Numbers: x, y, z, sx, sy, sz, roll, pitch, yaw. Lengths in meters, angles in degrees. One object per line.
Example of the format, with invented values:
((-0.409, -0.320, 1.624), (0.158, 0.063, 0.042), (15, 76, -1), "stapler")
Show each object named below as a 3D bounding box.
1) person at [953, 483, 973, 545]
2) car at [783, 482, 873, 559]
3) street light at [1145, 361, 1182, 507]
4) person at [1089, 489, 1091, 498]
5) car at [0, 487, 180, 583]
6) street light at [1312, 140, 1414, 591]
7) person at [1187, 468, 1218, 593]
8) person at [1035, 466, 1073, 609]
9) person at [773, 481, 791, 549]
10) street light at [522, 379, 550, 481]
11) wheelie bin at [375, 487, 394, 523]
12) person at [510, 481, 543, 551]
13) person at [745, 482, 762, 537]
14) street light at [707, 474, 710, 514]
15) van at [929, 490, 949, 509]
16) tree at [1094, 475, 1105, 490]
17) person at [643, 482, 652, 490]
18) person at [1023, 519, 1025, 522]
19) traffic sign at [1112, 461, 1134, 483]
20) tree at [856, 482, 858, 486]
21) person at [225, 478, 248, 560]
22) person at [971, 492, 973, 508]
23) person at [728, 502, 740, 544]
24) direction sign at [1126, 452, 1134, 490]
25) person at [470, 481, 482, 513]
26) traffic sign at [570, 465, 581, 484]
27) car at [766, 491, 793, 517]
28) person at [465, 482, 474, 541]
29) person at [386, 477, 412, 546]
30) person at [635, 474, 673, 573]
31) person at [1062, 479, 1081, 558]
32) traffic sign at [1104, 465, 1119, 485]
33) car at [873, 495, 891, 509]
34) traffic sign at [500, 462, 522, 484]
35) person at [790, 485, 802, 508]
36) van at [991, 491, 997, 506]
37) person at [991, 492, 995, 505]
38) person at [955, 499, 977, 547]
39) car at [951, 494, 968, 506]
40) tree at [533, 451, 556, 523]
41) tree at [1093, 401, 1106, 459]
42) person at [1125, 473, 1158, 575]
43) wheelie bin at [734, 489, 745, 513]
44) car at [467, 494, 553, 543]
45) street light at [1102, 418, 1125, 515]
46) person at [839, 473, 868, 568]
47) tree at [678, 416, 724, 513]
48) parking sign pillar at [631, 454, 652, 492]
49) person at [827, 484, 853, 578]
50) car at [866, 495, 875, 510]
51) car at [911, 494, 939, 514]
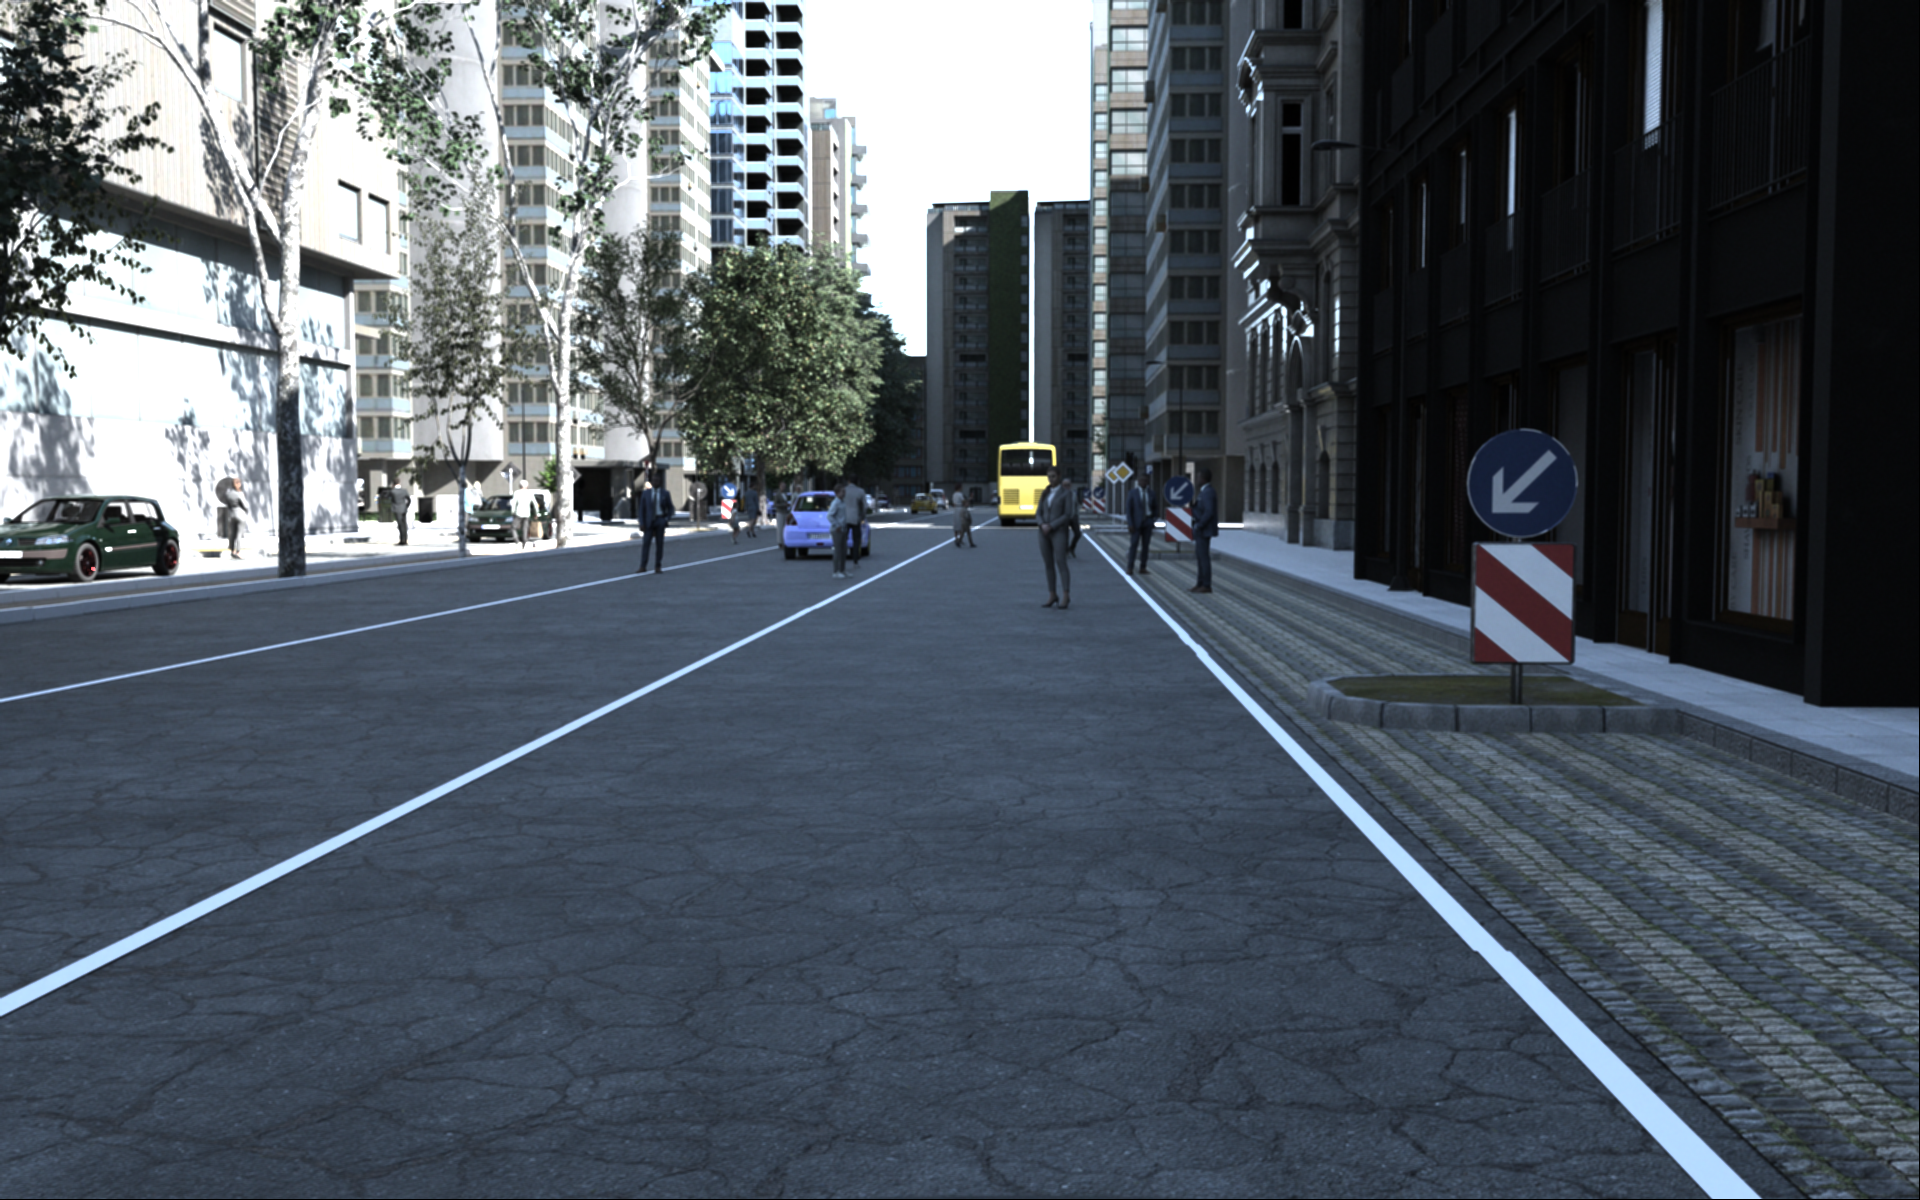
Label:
((0.055, -2.457, 49.243), (0.524, 1.755, 0.480), (-3, 5, -41), "person")
((-2.979, -1.818, 39.322), (1.945, 1.707, 3.694), (0, 4, 1), "car")
((7.151, -5.374, 60.399), (1.470, 5.913, 1.316), (0, 4, 3), "street light")
((13.230, -10.320, 175.304), (0.617, 1.759, 0.750), (1, 4, 15), "person")
((-14.873, -1.192, 29.284), (2.009, 1.686, 4.222), (0, 4, 4), "car")
((5.315, -3.079, 22.877), (1.470, 5.913, 1.316), (0, 4, 3), "street light")
((3.525, -0.999, 25.012), (0.419, 1.800, 0.721), (0, 4, 1), "person")
((1.162, -0.801, 21.869), (0.520, 1.790, 0.573), (1, 4, 19), "person")
((-4.576, -2.193, 44.903), (0.362, 1.759, 0.519), (3, 5, 39), "person")
((-17.145, -5.973, 70.206), (1.470, 5.913, 1.316), (0, 4, 3), "street light")
((-25.139, -4.163, 75.973), (0.980, 1.594, 0.693), (-2, 4, -31), "wheelie bin")
((-10.845, -2.100, 43.324), (0.782, 1.767, 0.515), (-2, 4, -33), "person")
((-6.943, -3.000, 57.575), (0.581, 1.822, 0.654), (3, 4, 37), "person")
((-15.324, -8.337, 108.846), (1.470, 5.913, 1.316), (0, 4, 3), "street light")
((-2.078, -9.531, 162.845), (2.013, 2.044, 4.112), (0, 4, 3), "van")
((12.740, -9.591, 151.421), (1.663, 3.219, 1.824), (0, 3, 0), "tree")
((-9.410, -2.691, 52.689), (0.537, 1.800, 0.526), (-3, 4, -38), "person")
((2.959, -4.889, 88.308), (0.818, 1.842, 0.514), (0, 4, -1), "person")
((5.756, -3.598, 61.020), (0.795, 2.593, 0.064), (0, 4, 3), "traffic sign")
((-12.518, -12.820, 193.315), (4.285, 4.588, 4.351), (0, 3, 0), "tree")
((-15.825, -1.790, 38.036), (0.520, 1.790, 0.573), (0, 4, 4), "person")
((1.286, -10.255, 177.633), (0.415, 1.643, 0.593), (-2, 4, -27), "person")
((-6.528, -2.214, 49.722), (0.382, 1.210, 0.505), (-2, 4, -35), "person")
((9.154, -6.199, 93.351), (0.379, 3.537, 0.876), (2, 4, 30), "direction sign")
((-19.937, -3.984, 71.366), (0.537, 1.800, 0.526), (0, 4, 4), "person")
((-15.718, -4.153, 70.088), (0.795, 2.593, 0.064), (0, 4, 3), "traffic sign")
((-11.370, -6.189, 110.775), (1.945, 1.707, 3.694), (0, 4, 4), "car")
((-15.139, -2.738, 53.278), (0.620, 1.820, 0.660), (0, 4, 5), "person")
((-15.624, -2.466, 48.189), (0.474, 1.900, 0.648), (2, 4, 30), "person")
((-5.564, -1.394, 31.468), (0.721, 1.800, 0.419), (-1, 4, -17), "person")
((2.324, -1.826, 38.838), (0.782, 1.767, 0.515), (-2, 4, -24), "person")
((6.149, -4.086, 68.995), (0.795, 2.593, 0.064), (0, 4, 3), "traffic sign")
((-7.108, -8.684, 154.555), (1.945, 1.354, 3.894), (0, 4, 2), "car")
((-16.111, -3.665, 62.112), (0.795, 2.593, 0.064), (0, 4, 3), "traffic sign")
((-6.114, -3.415, 64.819), (0.515, 1.767, 0.782), (3, 5, 43), "person")
((4.792, -12.766, 215.726), (2.013, 2.044, 4.112), (0, 4, 4), "van")
((4.192, -12.888, 219.879), (0.621, 1.740, 0.551), (-2, 4, -24), "person")
((0.139, -2.068, 46.581), (0.640, 1.303, 0.475), (-2, 4, -34), "person")
((-0.089, -11.810, 202.880), (2.009, 1.686, 4.222), (0, 4, 3), "car")
((-18.113, -5.028, 76.807), (1.663, 3.219, 1.824), (0, 3, 0), "tree")
((11.770, -10.732, 125.838), (4.737, 8.622, 4.395), (0, 3, 0), "tree")
((3.222, -1.360, 30.926), (0.721, 1.800, 0.419), (-1, 4, -20), "person")
((-15.155, -6.812, 119.283), (0.980, 1.594, 0.693), (1, 4, 15), "wheelie bin")
((-13.571, -2.601, 52.307), (2.009, 1.686, 4.222), (0, 4, 1), "car")
((9.324, -8.113, 105.192), (1.470, 5.913, 1.316), (0, 4, 3), "street light")
((-2.105, -1.542, 33.559), (0.661, 1.843, 0.795), (0, 4, 5), "person")
((-16.471, -10.039, 114.506), (4.737, 8.622, 4.395), (0, 3, 0), "tree")
((-20.331, -7.479, 110.760), (1.447, 3.967, 1.447), (-1, 4, -20), "parking sign pillar")
((-2.062, -1.181, 29.616), (0.330, 1.601, 0.589), (2, 4, 28), "person")
((-8.297, -8.351, 148.898), (2.083, 1.381, 4.827), (0, 4, 3), "car")
((-2.582, -7.093, 126.198), (2.015, 1.641, 3.980), (0, 4, 4), "car")
